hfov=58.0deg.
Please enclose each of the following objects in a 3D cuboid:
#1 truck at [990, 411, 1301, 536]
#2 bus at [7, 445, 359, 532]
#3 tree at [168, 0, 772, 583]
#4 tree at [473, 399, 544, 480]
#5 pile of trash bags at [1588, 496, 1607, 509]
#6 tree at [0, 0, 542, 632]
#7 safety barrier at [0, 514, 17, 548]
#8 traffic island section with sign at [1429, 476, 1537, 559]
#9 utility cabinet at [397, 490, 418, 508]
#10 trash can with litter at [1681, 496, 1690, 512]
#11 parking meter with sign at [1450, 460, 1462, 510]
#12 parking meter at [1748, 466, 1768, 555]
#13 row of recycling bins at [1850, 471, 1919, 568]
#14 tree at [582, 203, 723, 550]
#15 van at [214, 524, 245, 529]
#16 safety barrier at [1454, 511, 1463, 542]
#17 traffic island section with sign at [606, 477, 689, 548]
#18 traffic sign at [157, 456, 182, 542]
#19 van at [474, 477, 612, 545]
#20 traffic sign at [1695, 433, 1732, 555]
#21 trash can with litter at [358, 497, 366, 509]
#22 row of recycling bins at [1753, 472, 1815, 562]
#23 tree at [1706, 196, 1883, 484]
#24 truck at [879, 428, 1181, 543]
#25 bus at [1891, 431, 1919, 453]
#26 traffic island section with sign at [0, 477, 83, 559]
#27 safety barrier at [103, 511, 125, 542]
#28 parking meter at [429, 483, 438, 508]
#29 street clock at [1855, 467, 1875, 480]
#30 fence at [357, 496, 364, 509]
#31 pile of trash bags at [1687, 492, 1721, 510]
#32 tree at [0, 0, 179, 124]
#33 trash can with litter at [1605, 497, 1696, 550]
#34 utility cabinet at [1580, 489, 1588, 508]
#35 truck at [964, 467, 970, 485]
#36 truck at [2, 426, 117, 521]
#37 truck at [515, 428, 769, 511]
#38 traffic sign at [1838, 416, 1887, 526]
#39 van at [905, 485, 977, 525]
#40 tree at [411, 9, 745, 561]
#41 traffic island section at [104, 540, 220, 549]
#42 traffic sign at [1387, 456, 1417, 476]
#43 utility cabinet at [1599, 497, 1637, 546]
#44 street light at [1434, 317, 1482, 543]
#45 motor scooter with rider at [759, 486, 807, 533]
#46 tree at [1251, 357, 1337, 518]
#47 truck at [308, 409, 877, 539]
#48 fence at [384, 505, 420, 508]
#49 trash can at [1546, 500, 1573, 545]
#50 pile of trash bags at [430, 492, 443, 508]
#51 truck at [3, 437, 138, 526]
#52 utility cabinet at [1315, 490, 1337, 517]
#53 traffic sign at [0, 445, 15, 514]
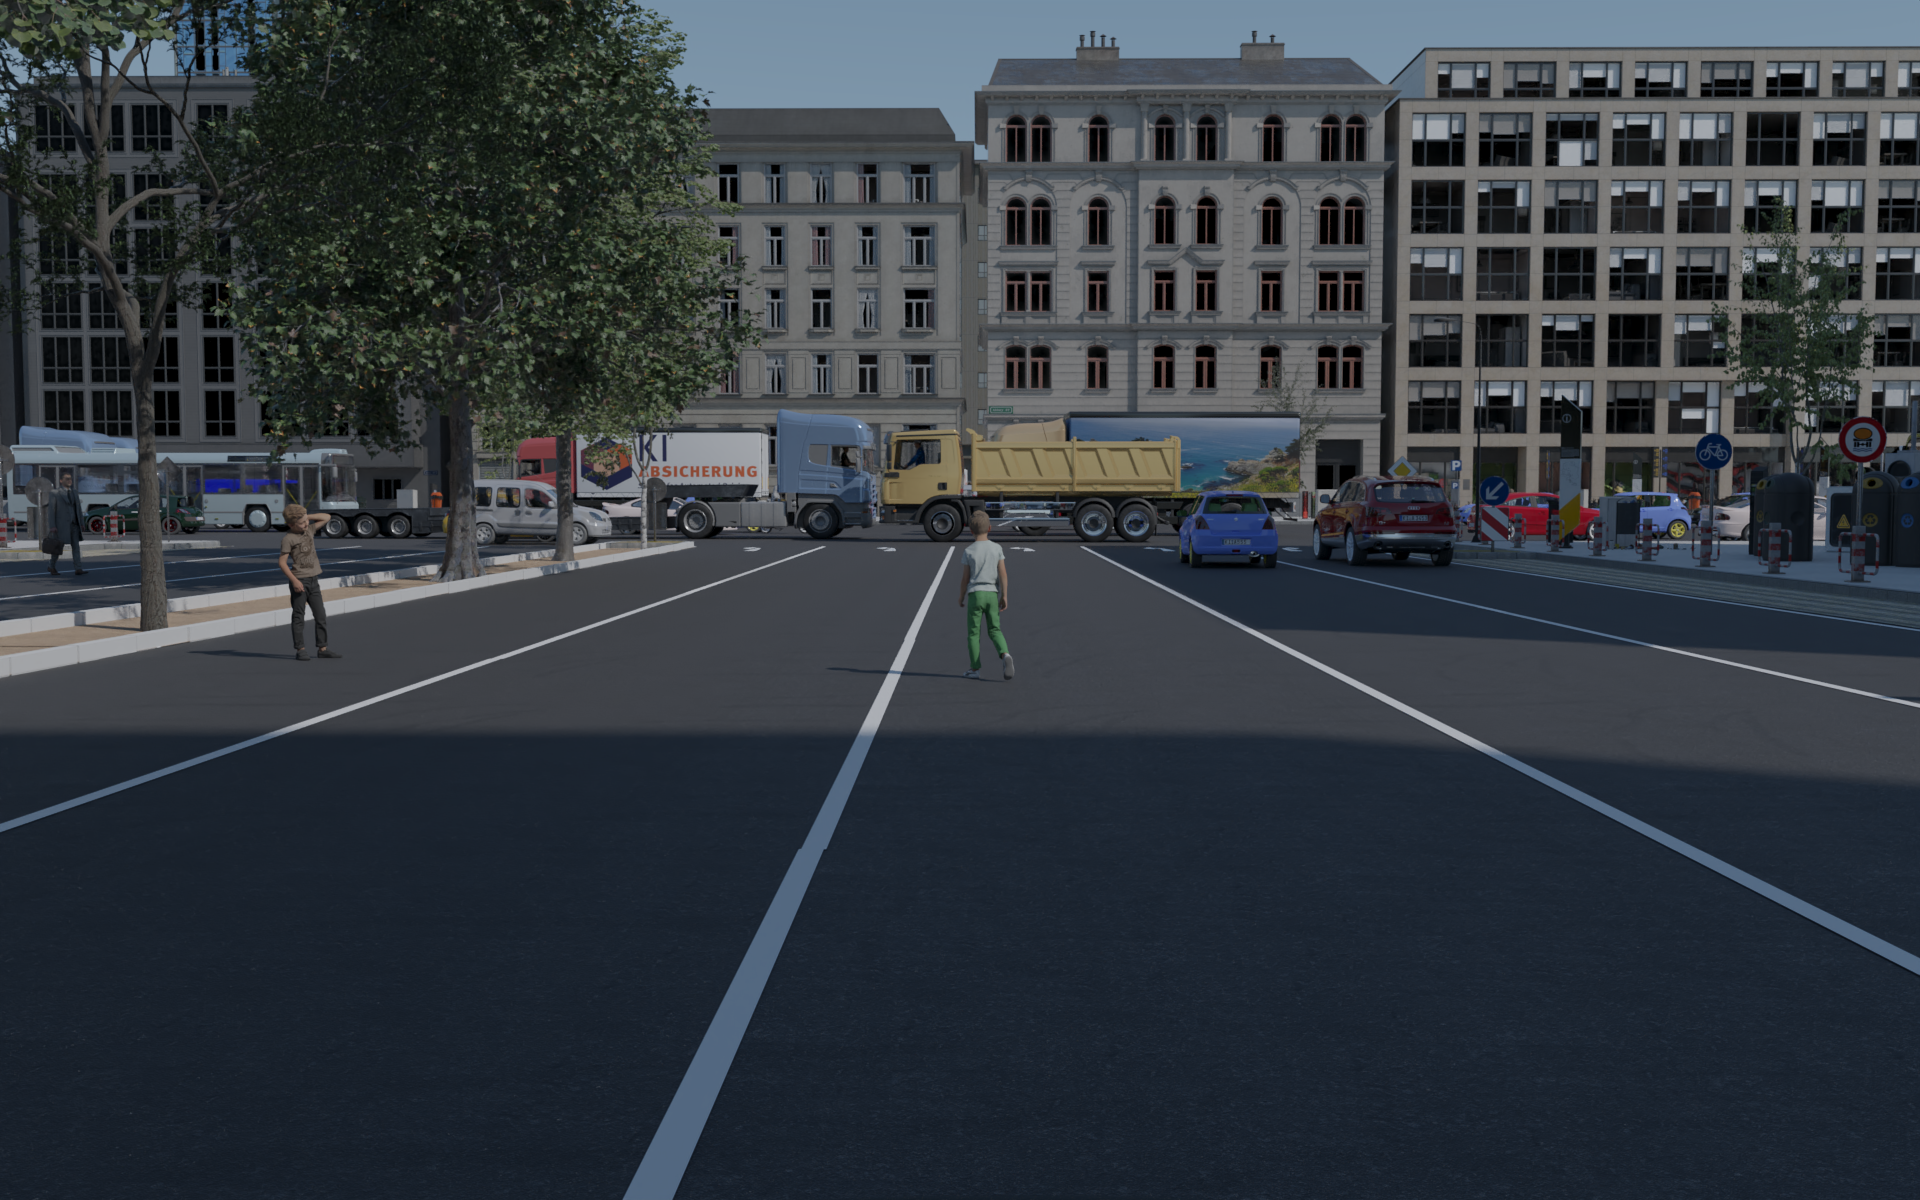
[{"bbox_3d":[5.936,-4.346,59.972,11.283,4.237,2.839,0,4,-1],"label":"truck"},{"bbox_3d":[-28.962,-4.338,65.790,13.247,3.499,2.948,0,4,2],"label":"bus"},{"bbox_3d":[-8.114,-6.638,27.995,9.611,12.733,9.660,0,3,0],"label":"tree"},{"bbox_3d":[-24.424,-8.731,93.116,4.737,8.622,4.395,0,3,0],"label":"tree"},{"bbox_3d":[35.703,-5.177,94.394,3.447,1.369,1.912,-3,4,-36],"label":"pile of trash bags"},{"bbox_3d":[-8.341,-4.963,18.017,8.767,10.594,7.601,0,4,1],"label":"tree"},{"bbox_3d":[-22.721,-1.641,41.112,0.300,0.817,1.120,0,4,1],"label":"safety barrier"},{"bbox_3d":[11.621,-1.843,38.764,1.989,1.847,2.006,0,4,1],"label":"traffic island section with sign"},{"bbox_3d":[-27.806,-4.800,87.164,1.173,1.500,0.318,2,4,32],"label":"utility cabinet"},{"bbox_3d":[38.905,-5.011,93.310,0.624,1.170,1.055,-1,4,-12],"label":"trash can with litter"},{"bbox_3d":[25.334,-5.651,88.649,0.543,3.016,1.738,1,4,19],"label":"parking meter with sign"},{"bbox_3d":[16.859,-1.888,36.574,0.255,1.863,0.399,3,5,43],"label":"parking meter"},{"bbox_3d":[16.974,-1.396,29.941,1.069,1.692,3.534,-1,4,-19],"label":"row of recycling bins"},{"bbox_3d":[-7.997,-5.560,43.722,4.360,8.622,3.978,0,3,0],"label":"tree"},{"bbox_3d":[-28.657,-4.125,71.824,5.245,2.365,2.240,0,4,-1],"label":"van"},{"bbox_3d":[13.258,-1.957,46.272,0.300,0.817,1.120,0,4,1],"label":"safety barrier"},{"bbox_3d":[-8.268,-2.332,46.260,2.006,1.907,1.989,0,4,1],"label":"traffic island section with sign"},{"bbox_3d":[-21.081,-2.596,46.091,0.795,2.450,0.064,0,4,1],"label":"traffic sign"},{"bbox_3d":[-12.056,-2.600,49.526,4.112,2.044,2.013,0,4,2],"label":"van"},{"bbox_3d":[15.825,-2.223,36.458,0.768,2.556,0.104,0,4,2],"label":"traffic sign"},{"bbox_3d":[-31.730,-4.935,92.075,0.624,1.170,1.055,-3,4,-37],"label":"trash can with litter"},{"bbox_3d":[16.396,-1.669,34.403,1.069,1.692,3.534,1,4,21],"label":"row of recycling bins"},{"bbox_3d":[20.486,-5.621,42.265,4.737,8.622,4.395,0,3,0],"label":"tree"},{"bbox_3d":[1.643,-3.450,52.324,9.791,3.379,3.469,0,4,2],"label":"truck"},{"bbox_3d":[33.153,-3.777,53.295,2.896,3.916,12.252,0,4,0],"label":"bus"},{"bbox_3d":[-20.852,-1.839,38.702,1.989,1.847,2.006,0,4,1],"label":"traffic island section with sign"},{"bbox_3d":[-22.671,-1.966,46.417,0.300,0.817,1.120,0,4,1],"label":"safety barrier"},{"bbox_3d":[-28.496,-5.385,93.763,0.255,1.863,0.399,2,4,24],"label":"parking meter"},{"bbox_3d":[24.056,-2.536,46.035,0.471,2.002,0.358,3,5,41],"label":"street clock"},{"bbox_3d":[-30.113,-4.561,85.779,0.480,1.192,2.264,1,4,13],"label":"fence"},{"bbox_3d":[38.011,-4.698,86.563,1.912,1.369,3.447,-3,4,-37],"label":"pile of trash bags"},{"bbox_3d":[-8.671,-6.116,9.104,9.857,13.997,8.962,0,3,0],"label":"tree"},{"bbox_3d":[15.946,-1.784,40.231,2.233,1.210,1.678,1,4,15],"label":"trash can with litter"},{"bbox_3d":[29.814,-4.543,82.963,0.318,1.500,1.173,2,4,29],"label":"utility cabinet"},{"bbox_3d":[-0.530,-11.967,184.566,2.839,4.237,11.283,0,4,2],"label":"truck"},{"bbox_3d":[-42.767,-4.869,69.375,18.799,4.110,2.967,0,3,0],"label":"truck"},{"bbox_3d":[-13.936,-5.220,74.255,11.283,4.237,2.839,0,4,1],"label":"truck"},{"bbox_3d":[14.763,-1.731,28.416,0.768,2.556,0.104,0,4,5],"label":"traffic sign"},{"bbox_3d":[-1.082,-4.495,80.503,4.112,2.044,2.013,0,4,0],"label":"van"},{"bbox_3d":[-8.517,-7.114,36.890,7.486,12.596,7.792,0,3,0],"label":"tree"},{"bbox_3d":[-21.105,-1.460,46.153,2.009,0.180,2.903,0,4,1],"label":"traffic island section"},{"bbox_3d":[11.661,-2.575,45.746,0.795,2.450,0.064,0,4,1],"label":"traffic sign"},{"bbox_3d":[16.285,-1.939,42.868,1.020,1.237,0.306,-2,4,-28],"label":"utility cabinet"},{"bbox_3d":[13.144,-4.473,45.682,1.470,5.913,1.316,0,4,1],"label":"street light"},{"bbox_3d":[-6.401,-3.299,62.905,1.986,1.779,0.876,0,4,-1],"label":"motor scooter with rider"},{"bbox_3d":[17.814,-8.739,93.244,4.360,8.622,3.978,0,3,0],"label":"tree"},{"bbox_3d":[-11.427,-4.056,56.077,18.799,4.110,2.967,0,4,2],"label":"truck"},{"bbox_3d":[-31.016,-4.951,96.318,2.069,0.683,0.278,-3,4,-37],"label":"fence"},{"bbox_3d":[15.083,-1.946,43.476,0.748,1.137,0.748,0,3,0],"label":"trash can"},{"bbox_3d":[-25.434,-4.821,88.569,3.447,1.369,1.912,0,4,7],"label":"pile of trash bags"},{"bbox_3d":[-45.044,-5.368,77.523,18.799,4.110,2.967,0,4,-1],"label":"truck"},{"bbox_3d":[18.268,-4.734,86.086,1.173,1.500,0.318,-1,4,-16],"label":"utility cabinet"},{"bbox_3d":[-24.812,-2.734,44.803,0.768,2.556,0.104,0,4,4],"label":"traffic sign"}]
